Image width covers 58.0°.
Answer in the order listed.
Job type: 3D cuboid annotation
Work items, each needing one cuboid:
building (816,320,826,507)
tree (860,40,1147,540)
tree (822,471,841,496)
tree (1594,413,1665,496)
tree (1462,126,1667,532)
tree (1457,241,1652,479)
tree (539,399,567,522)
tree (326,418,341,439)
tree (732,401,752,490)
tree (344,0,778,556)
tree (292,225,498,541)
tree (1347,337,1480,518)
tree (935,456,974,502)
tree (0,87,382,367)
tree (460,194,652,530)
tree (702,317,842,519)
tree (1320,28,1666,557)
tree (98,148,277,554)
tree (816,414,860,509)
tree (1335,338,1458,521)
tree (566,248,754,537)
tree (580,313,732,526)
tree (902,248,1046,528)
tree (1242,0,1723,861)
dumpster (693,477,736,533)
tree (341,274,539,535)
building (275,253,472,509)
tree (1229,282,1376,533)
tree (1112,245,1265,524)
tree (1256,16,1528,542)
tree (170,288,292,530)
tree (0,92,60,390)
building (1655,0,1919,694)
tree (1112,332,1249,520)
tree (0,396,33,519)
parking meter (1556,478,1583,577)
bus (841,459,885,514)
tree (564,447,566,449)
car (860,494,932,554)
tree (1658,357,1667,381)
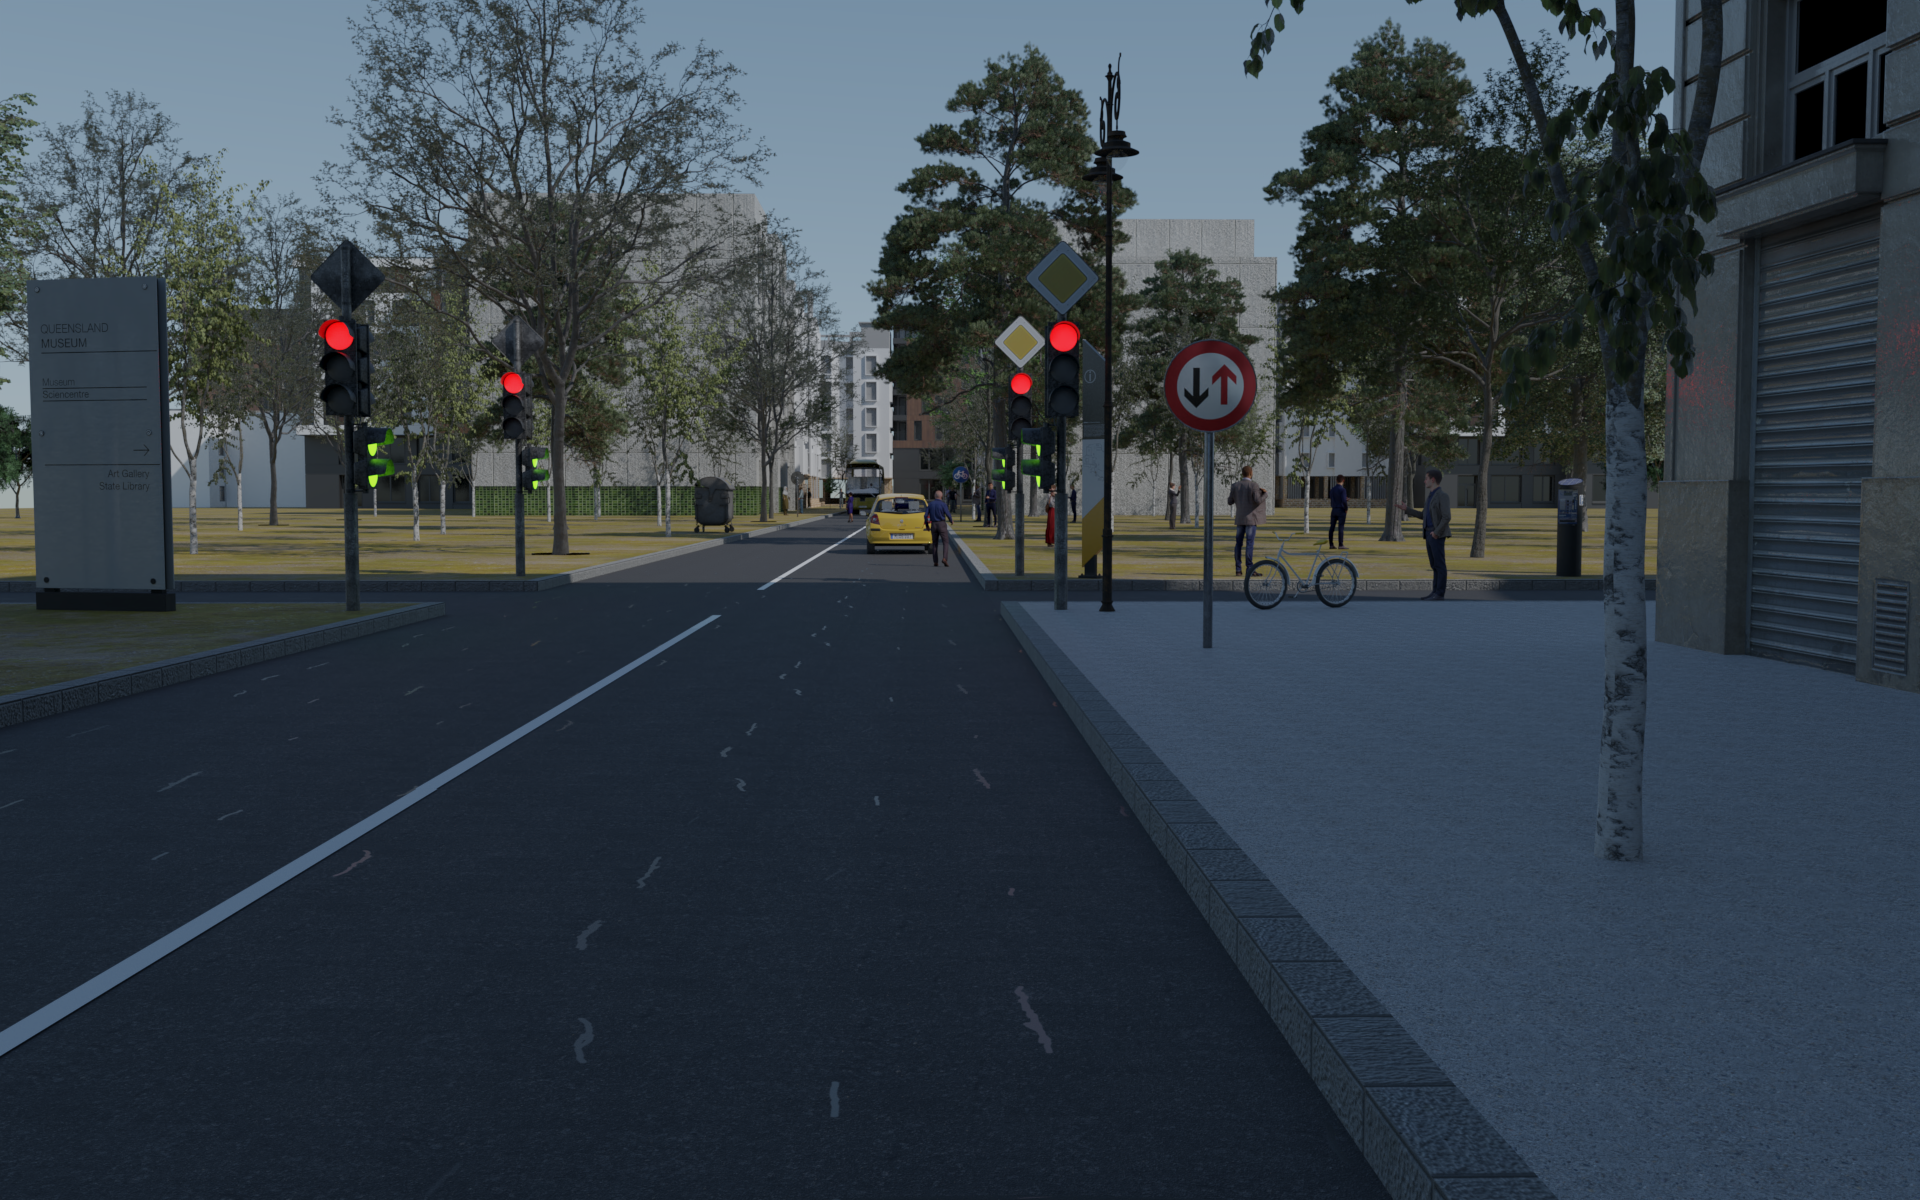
[{"bbox_3d":[-19.386,-19.047,167.831,11.380,20.091,16.016,0,4,-1],"label":"building"},{"bbox_3d":[1.055,-8.639,48.668,7.806,13.903,7.818,0,3,0],"label":"tree"},{"bbox_3d":[-10.859,-9.291,146.507,1.663,3.219,1.824,0,3,0],"label":"tree"},{"bbox_3d":[40.191,-7.824,90.834,11.467,7.101,20.602,-2,4,-32],"label":"tree"},{"bbox_3d":[21.364,-9.324,59.107,9.857,13.997,8.962,0,3,0],"label":"tree"},{"bbox_3d":[25.034,-9.086,70.610,6.751,12.117,7.091,0,3,0],"label":"tree"},{"bbox_3d":[-19.249,-7.918,79.819,4.737,8.622,4.395,0,3,0],"label":"tree"},{"bbox_3d":[-33.835,-9.111,99.328,4.737,8.622,4.395,0,3,0],"label":"tree"},{"bbox_3d":[-13.925,-9.125,99.548,4.360,8.622,3.978,0,3,0],"label":"tree"},{"bbox_3d":[-8.468,-7.697,36.217,12.009,13.543,11.850,0,3,0],"label":"tree"},{"bbox_3d":[-14.989,-5.918,47.126,4.360,8.622,3.978,0,3,0],"label":"tree"},{"bbox_3d":[24.610,-10.311,94.347,9.928,11.665,9.643,0,3,0],"label":"tree"},{"bbox_3d":[-0.409,-9.878,145.218,4.285,4.588,4.351,0,3,0],"label":"tree"},{"bbox_3d":[-25.286,-8.648,51.768,12.009,13.543,11.850,0,3,0],"label":"tree"},{"bbox_3d":[-14.491,-8.561,62.031,6.751,12.117,7.091,0,3,0],"label":"tree"},{"bbox_3d":[-9.651,-9.538,90.362,8.767,10.594,7.601,2,4,32],"label":"tree"},{"bbox_3d":[10.789,-6.128,34.603,7.601,10.594,8.767,1,4,13],"label":"tree"},{"bbox_3d":[-16.552,-5.300,37.016,4.737,8.622,4.395,0,3,0],"label":"tree"},{"bbox_3d":[-10.469,-12.268,150.944,4.360,8.622,3.978,0,3,0],"label":"tree"},{"bbox_3d":[21.126,-9.795,82.205,6.751,12.117,7.091,0,3,0],"label":"tree"},{"bbox_3d":[-8.467,-6.182,51.432,4.737,8.622,4.395,0,3,0],"label":"tree"},{"bbox_3d":[-12.256,-7.282,69.416,4.360,8.622,3.978,0,3,0],"label":"tree"},{"bbox_3d":[1.186,-8.602,66.399,9.928,11.665,9.643,0,3,0],"label":"tree"},{"bbox_3d":[2.092,-3.395,5.864,4.360,8.622,3.978,0,3,0],"label":"tree"},{"bbox_3d":[-8.217,-3.185,57.833,1.264,1.857,1.865,0,4,-1],"label":"dumpster"},{"bbox_3d":[-16.436,-6.399,54.990,4.737,8.622,4.395,0,3,0],"label":"tree"},{"bbox_3d":[-41.225,-19.325,159.939,32.646,21.610,27.936,0,4,-1],"label":"building"},{"bbox_3d":[11.643,-6.525,57.042,4.737,8.622,4.395,0,3,0],"label":"tree"},{"bbox_3d":[9.717,-9.361,75.101,6.751,12.117,7.091,0,3,0],"label":"tree"},{"bbox_3d":[12.066,-8.516,46.658,7.806,13.903,7.818,0,3,0],"label":"tree"},{"bbox_3d":[-25.669,-6.761,60.902,4.360,8.622,3.978,0,3,0],"label":"tree"},{"bbox_3d":[-25.862,-8.086,38.864,9.857,13.997,8.962,0,3,0],"label":"tree"},{"bbox_3d":[13.648,-10.220,0.379,16.112,22.955,30.059,0,4,-1],"label":"building"},{"bbox_3d":[10.409,-9.130,83.680,7.601,10.594,8.767,0,4,4],"label":"tree"},{"bbox_3d":[-56.986,-7.961,93.066,20.602,7.101,11.467,0,4,-4],"label":"tree"},{"bbox_3d":[9.499,-1.136,26.983,0.372,1.533,0.369,0,3,0],"label":"parking meter"},{"bbox_3d":[-6.879,-8.217,125.891,2.896,3.916,12.252,0,4,-1],"label":"bus"},{"bbox_3d":[-20.157,-8.913,96.090,4.360,8.622,3.978,0,3,0],"label":"tree"},{"bbox_3d":[-1.473,-1.989,42.747,2.015,1.641,3.980,0,4,-3],"label":"car"},{"bbox_3d":[23.188,-7.495,48.304,9.928,11.665,9.643,0,3,0],"label":"tree"}]
